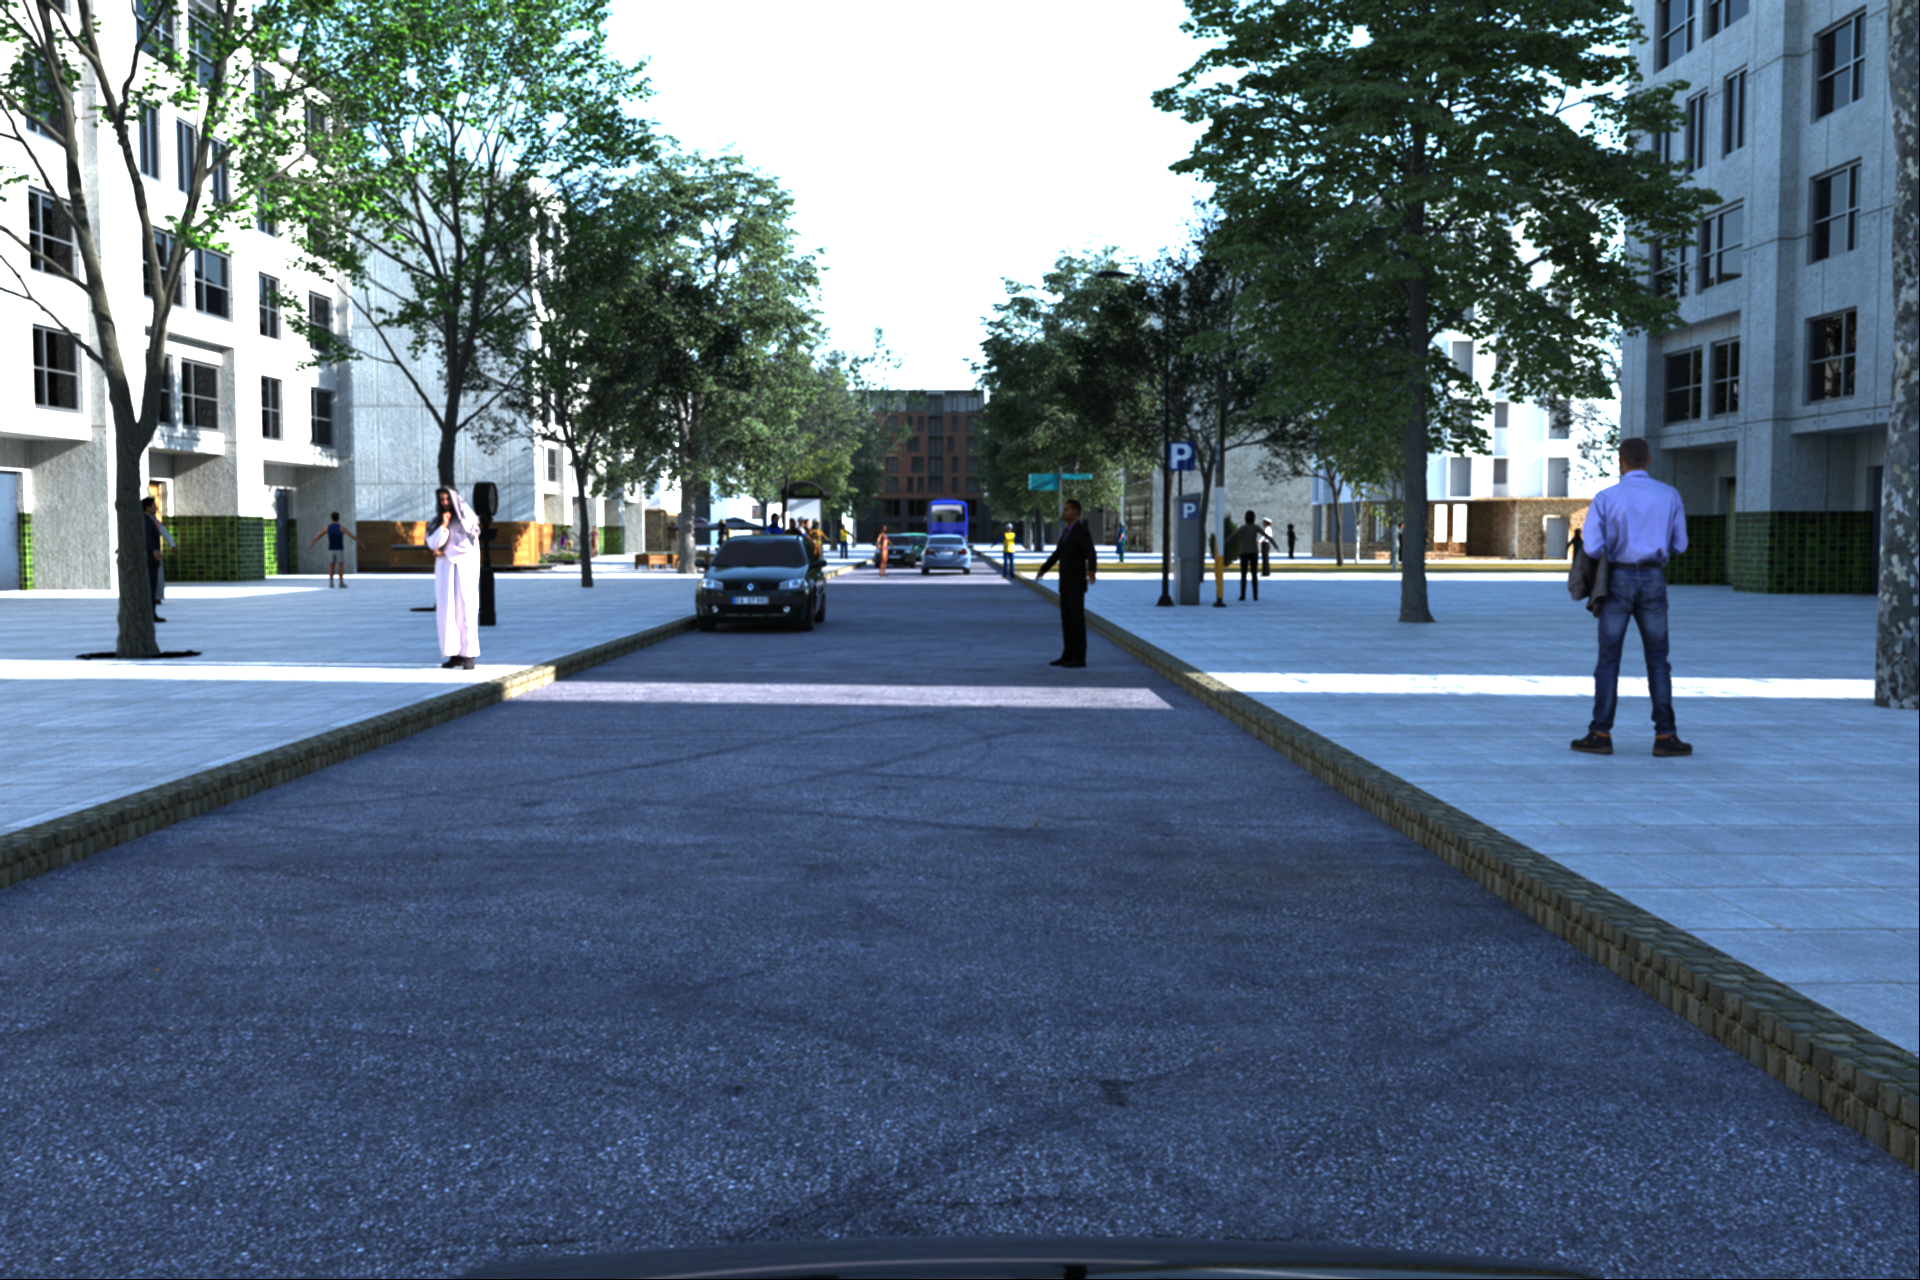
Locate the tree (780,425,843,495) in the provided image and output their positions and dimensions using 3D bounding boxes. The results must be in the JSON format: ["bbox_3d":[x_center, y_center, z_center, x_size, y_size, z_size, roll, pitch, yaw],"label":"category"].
[{"bbox_3d":[-8.919,-9.066,98.586,4.737,8.622,4.395,0,3,0],"label":"tree"}]

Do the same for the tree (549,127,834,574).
[{"bbox_3d":[-8.690,-9.105,55.528,9.857,13.997,8.962,0,3,0],"label":"tree"}]

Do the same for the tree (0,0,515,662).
[{"bbox_3d":[-8.571,-5.632,17.842,9.928,11.665,9.643,0,3,0],"label":"tree"}]

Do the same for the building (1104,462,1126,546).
[{"bbox_3d":[25.962,-21.982,190.341,19.493,23.208,18.063,0,4,0],"label":"building"}]

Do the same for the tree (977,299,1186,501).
[{"bbox_3d":[5.883,-10.850,87.774,12.009,13.543,11.850,0,3,0],"label":"tree"}]

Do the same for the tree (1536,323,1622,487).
[{"bbox_3d":[28.243,-8.337,70.727,8.767,10.594,7.601,0,4,-6],"label":"tree"}]

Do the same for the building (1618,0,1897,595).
[{"bbox_3d":[25.698,-9.955,29.221,16.747,18.905,31.486,0,4,0],"label":"building"}]

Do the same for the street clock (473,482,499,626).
[{"bbox_3d":[-6.620,-1.201,24.206,0.358,2.002,0.471,0,4,0],"label":"street clock"}]

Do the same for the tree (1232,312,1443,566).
[{"bbox_3d":[15.101,-8.228,68.941,8.767,10.594,7.601,-1,4,-10],"label":"tree"}]

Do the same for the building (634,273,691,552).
[{"bbox_3d":[-26.341,-16.506,126.295,16.016,20.090,11.380,0,4,-1],"label":"building"}]

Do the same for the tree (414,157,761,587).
[{"bbox_3d":[-9.055,-6.573,41.884,8.767,10.594,7.601,-1,4,-12],"label":"tree"}]

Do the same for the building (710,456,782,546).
[{"bbox_3d":[-23.564,-15.404,193.998,9.099,9.664,28.070,0,4,0],"label":"building"}]

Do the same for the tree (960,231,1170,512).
[{"bbox_3d":[4.742,-10.278,74.702,9.857,13.997,8.962,0,3,0],"label":"tree"}]

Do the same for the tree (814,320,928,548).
[{"bbox_3d":[-9.063,-18.248,154.239,12.611,20.169,13.585,0,3,0],"label":"tree"}]

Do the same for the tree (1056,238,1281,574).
[{"bbox_3d":[6.525,-7.420,55.734,8.767,10.594,7.601,3,5,42],"label":"tree"}]

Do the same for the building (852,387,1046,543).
[{"bbox_3d":[1.161,-24.892,253.412,32.646,21.610,27.936,0,4,0],"label":"building"}]

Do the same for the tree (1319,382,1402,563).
[{"bbox_3d":[17.626,-7.707,76.372,4.737,8.622,4.395,0,3,0],"label":"tree"}]

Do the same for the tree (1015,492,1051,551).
[{"bbox_3d":[5.475,-11.238,134.099,4.737,8.622,4.395,0,3,0],"label":"tree"}]

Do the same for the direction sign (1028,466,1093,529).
[{"bbox_3d":[3.967,-4.831,67.755,2.525,3.948,1.411,0,4,-1],"label":"direction sign"}]

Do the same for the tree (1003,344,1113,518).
[{"bbox_3d":[6.201,-11.297,102.841,7.486,12.596,7.792,0,3,0],"label":"tree"}]

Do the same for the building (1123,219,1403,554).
[{"bbox_3d":[21.755,-17.805,122.044,19.493,23.208,18.063,0,3,0],"label":"building"}]

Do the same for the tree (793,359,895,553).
[{"bbox_3d":[-9.709,-12.854,120.539,12.009,13.543,11.850,0,3,0],"label":"tree"}]

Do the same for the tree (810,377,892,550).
[{"bbox_3d":[-9.841,-13.997,135.506,9.857,13.997,8.962,0,3,0],"label":"tree"}]

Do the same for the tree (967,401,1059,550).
[{"bbox_3d":[5.549,-14.379,141.748,9.857,13.997,8.962,0,3,0],"label":"tree"}]

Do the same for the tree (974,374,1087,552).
[{"bbox_3d":[5.720,-13.400,125.738,9.857,13.997,8.962,0,3,0],"label":"tree"}]

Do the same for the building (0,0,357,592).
[{"bbox_3d":[-27.712,-10.566,39.220,16.747,18.905,31.486,0,3,0],"label":"building"}]

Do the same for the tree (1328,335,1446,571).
[{"bbox_3d":[15.484,-6.738,60.529,4.360,8.622,3.978,0,3,0],"label":"tree"}]

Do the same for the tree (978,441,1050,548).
[{"bbox_3d":[6.112,-15.354,157.697,9.857,13.997,8.962,0,3,0],"label":"tree"}]

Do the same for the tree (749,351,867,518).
[{"bbox_3d":[-9.640,-11.540,106.813,7.486,12.596,7.792,0,3,0],"label":"tree"}]

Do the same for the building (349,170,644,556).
[{"bbox_3d":[-29.395,-14.291,100.109,16.747,18.905,31.486,0,4,-1],"label":"building"}]

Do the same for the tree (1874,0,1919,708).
[{"bbox_3d":[6.035,-9.498,11.185,12.611,20.169,13.585,0,3,0],"label":"tree"}]

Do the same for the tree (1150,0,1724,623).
[{"bbox_3d":[6.564,-6.505,24.487,7.486,12.596,7.792,0,3,0],"label":"tree"}]

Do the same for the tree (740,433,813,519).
[{"bbox_3d":[-9.218,-8.703,92.662,4.360,8.622,3.978,0,3,0],"label":"tree"}]

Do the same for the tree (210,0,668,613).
[{"bbox_3d":[-8.410,-6.284,28.500,9.928,11.665,9.643,0,3,0],"label":"tree"}]

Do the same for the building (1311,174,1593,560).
[{"bbox_3d":[25.249,-14.752,97.608,16.016,20.090,11.380,0,4,0],"label":"building"}]

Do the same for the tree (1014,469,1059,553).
[{"bbox_3d":[5.479,-10.087,115.287,4.737,8.622,4.395,0,3,0],"label":"tree"}]

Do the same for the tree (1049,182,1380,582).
[{"bbox_3d":[6.439,-6.789,45.410,8.767,10.594,7.601,-1,4,-19],"label":"tree"}]

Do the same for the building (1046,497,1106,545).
[{"bbox_3d":[24.797,-23.080,221.334,27.936,21.610,32.646,0,4,0],"label":"building"}]

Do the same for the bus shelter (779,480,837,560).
[{"bbox_3d":[-6.023,-4.547,68.267,2.014,3.302,5.546,0,4,-1],"label":"bus shelter"}]

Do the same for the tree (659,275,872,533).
[{"bbox_3d":[-9.166,-10.388,80.219,12.009,13.543,11.850,0,3,0],"label":"tree"}]

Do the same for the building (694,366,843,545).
[{"bbox_3d":[-29.910,-23.259,224.265,27.936,21.610,32.646,0,4,-1],"label":"building"}]

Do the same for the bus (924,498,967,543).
[{"bbox_3d":[-0.947,-7.769,118.575,2.896,3.916,12.251,0,4,-2],"label":"bus"}]
